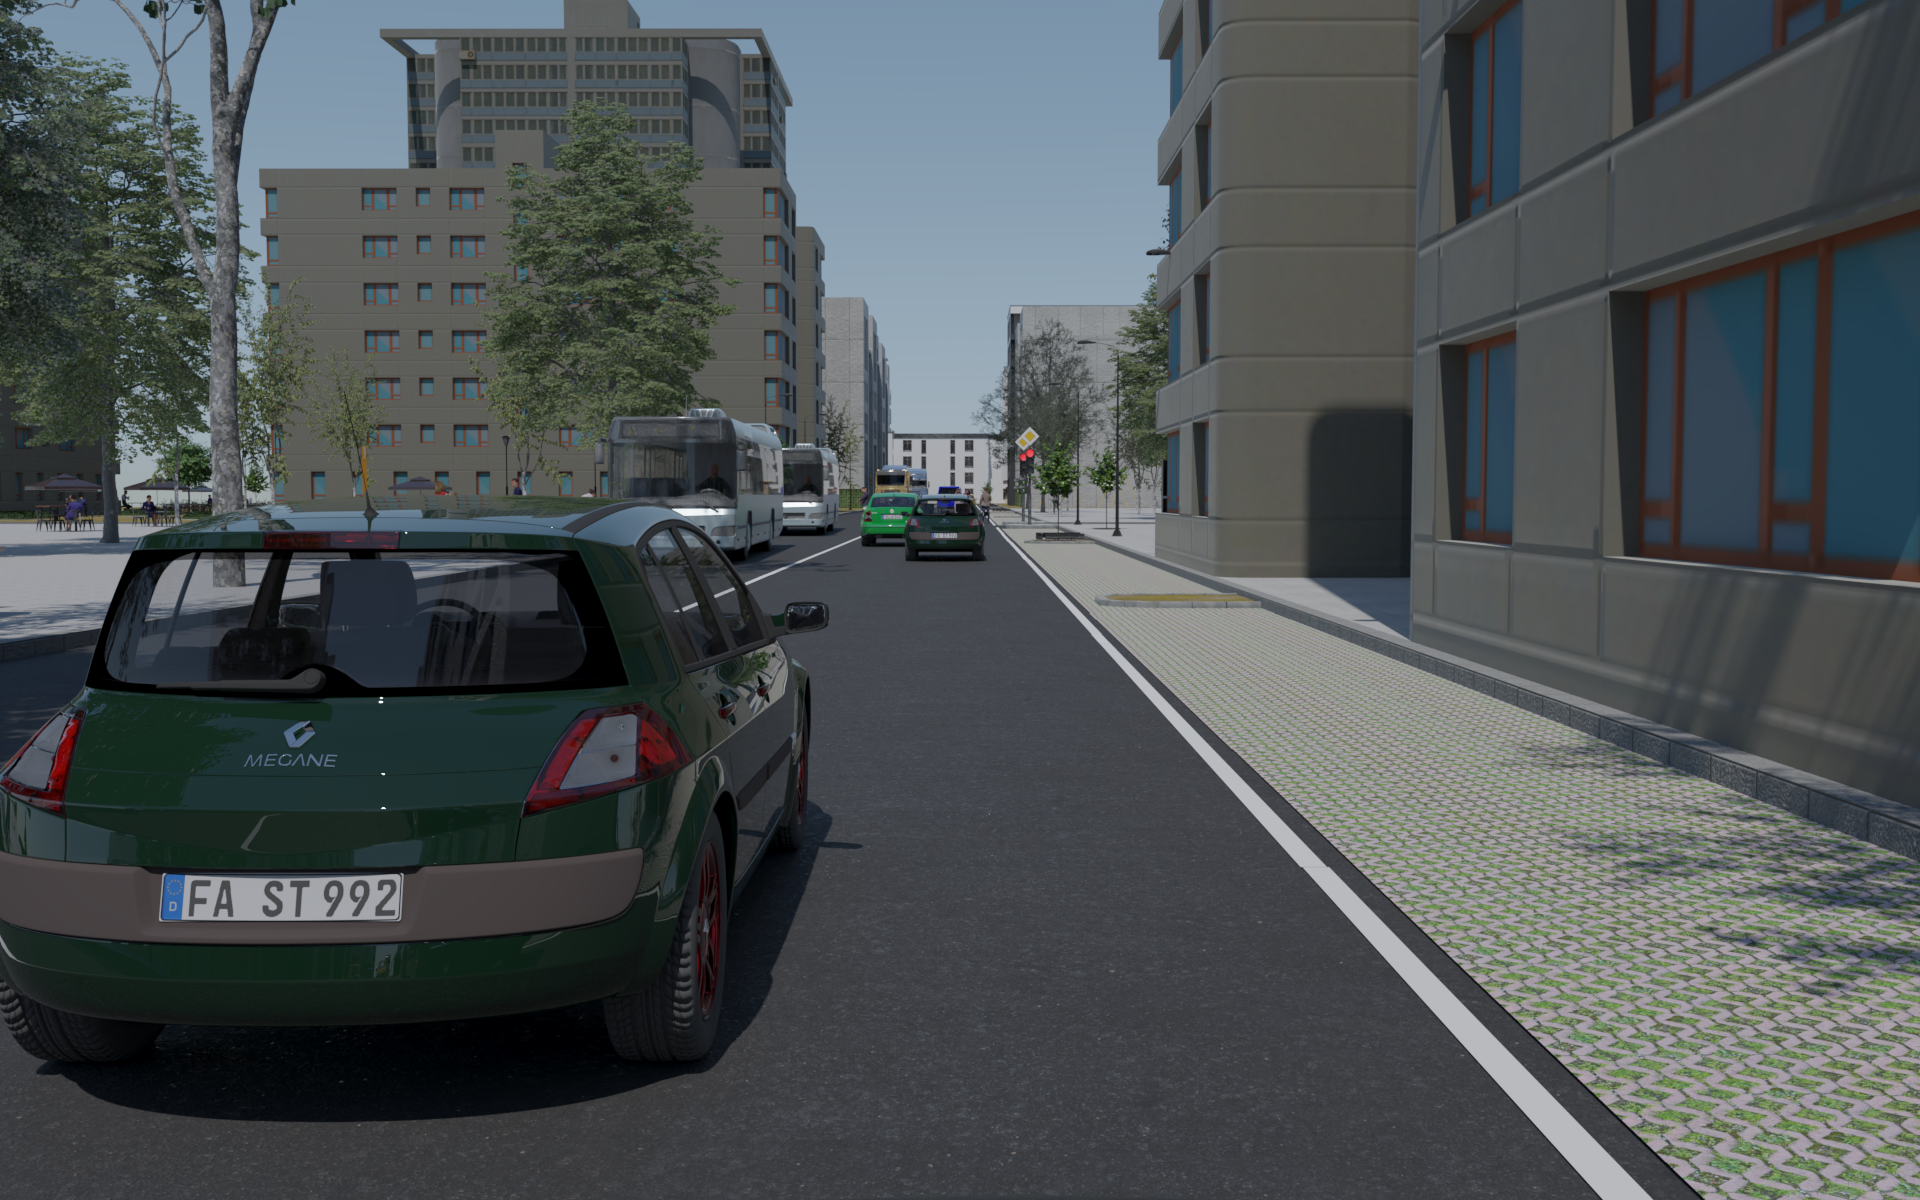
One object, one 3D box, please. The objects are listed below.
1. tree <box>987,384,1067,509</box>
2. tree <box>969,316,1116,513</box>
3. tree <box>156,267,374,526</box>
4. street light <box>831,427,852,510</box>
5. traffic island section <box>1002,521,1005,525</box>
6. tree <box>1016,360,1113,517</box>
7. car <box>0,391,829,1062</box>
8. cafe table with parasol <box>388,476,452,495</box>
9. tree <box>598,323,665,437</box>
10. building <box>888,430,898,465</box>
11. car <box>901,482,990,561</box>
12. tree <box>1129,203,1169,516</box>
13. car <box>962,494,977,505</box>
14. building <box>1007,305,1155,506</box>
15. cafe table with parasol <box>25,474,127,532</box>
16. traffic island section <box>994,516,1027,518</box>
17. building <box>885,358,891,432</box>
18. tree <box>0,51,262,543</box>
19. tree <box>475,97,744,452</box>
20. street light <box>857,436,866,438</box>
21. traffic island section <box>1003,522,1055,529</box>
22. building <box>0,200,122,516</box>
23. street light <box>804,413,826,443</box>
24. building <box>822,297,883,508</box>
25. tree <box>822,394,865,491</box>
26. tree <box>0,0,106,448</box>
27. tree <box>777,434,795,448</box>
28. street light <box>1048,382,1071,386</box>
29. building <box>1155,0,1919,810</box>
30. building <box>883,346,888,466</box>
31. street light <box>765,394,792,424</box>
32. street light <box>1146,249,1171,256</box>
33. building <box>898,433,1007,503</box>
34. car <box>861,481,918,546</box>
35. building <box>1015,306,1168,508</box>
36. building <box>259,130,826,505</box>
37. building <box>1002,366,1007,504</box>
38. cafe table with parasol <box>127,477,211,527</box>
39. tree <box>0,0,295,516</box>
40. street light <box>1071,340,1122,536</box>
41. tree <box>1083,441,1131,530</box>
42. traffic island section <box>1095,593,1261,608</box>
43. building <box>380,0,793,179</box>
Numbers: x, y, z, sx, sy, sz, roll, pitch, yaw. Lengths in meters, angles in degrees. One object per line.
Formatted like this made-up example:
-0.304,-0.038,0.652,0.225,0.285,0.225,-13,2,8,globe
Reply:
5.853,-12.904,145.389,8.767,10.594,7.601,-3,5,-39,tree
5.875,-12.771,119.182,12.009,13.543,11.850,0,3,0,tree
-22.248,-6.423,55.377,4.737,8.622,4.395,0,3,0,tree
-8.306,-8.968,119.162,1.470,5.913,1.316,0,4,0,street light
2.963,-3.557,80.442,2.009,0.180,2.903,0,4,0,traffic island section
5.425,-8.890,95.706,4.360,8.622,3.978,0,3,0,tree
-1.477,0.246,5.768,2.009,1.686,4.222,0,4,0,car
-20.750,-3.780,66.662,2.610,1.966,2.610,-2,4,-34,cafe table with parasol
-13.409,-7.249,68.891,4.737,8.622,4.395,0,3,0,tree
-22.782,-17.483,227.986,28.070,9.664,9.099,0,4,0,building
-0.331,-1.751,38.418,2.009,1.686,4.222,0,3,0,car
6.099,-5.402,38.693,4.737,8.622,4.395,0,3,0,tree
0.690,-9.639,167.818,2.015,1.641,3.980,0,4,-1,car
19.424,-22.001,203.687,27.936,21.610,32.646,0,4,0,building
-30.592,-3.320,59.154,2.610,1.966,2.610,1,4,10,cafe table with parasol
3.039,-5.040,105.277,1.991,0.108,1.994,0,4,0,traffic island section
-15.750,-23.857,246.482,11.380,20.091,16.016,0,4,0,building
-22.368,-7.795,45.574,7.486,12.596,7.792,0,3,0,tree
-10.252,-8.109,50.711,7.486,12.596,7.792,0,3,0,tree
-8.305,-10.217,139.591,1.470,5.913,1.316,0,4,0,street light
2.937,-3.069,72.457,2.009,0.180,2.903,0,4,0,traffic island section
-66.961,-15.226,93.991,28.899,21.520,27.650,0,4,0,building
-8.370,-7.775,99.655,1.470,5.913,1.316,0,4,0,street light
-16.991,-18.658,171.515,16.747,18.905,31.486,0,4,0,building
-8.918,-10.752,126.153,4.737,8.622,4.395,0,3,0,tree
-22.025,-7.835,34.754,9.857,13.997,8.962,0,3,0,tree
-9.394,-6.198,85.052,4.285,4.588,4.351,0,3,0,tree
4.370,-6.085,72.028,1.470,5.913,1.316,0,4,0,street light
17.768,-10.721,20.330,27.650,21.520,28.899,0,4,0,building
-17.498,-20.580,202.944,16.747,18.905,31.486,0,4,0,building
-8.449,-6.587,80.240,1.470,5.913,1.316,0,4,0,street light
4.222,-3.696,32.970,1.470,5.913,1.316,0,4,0,street light
3.966,-18.460,243.960,28.070,9.664,9.099,0,4,0,building
-1.814,-2.450,48.847,1.959,1.807,4.718,0,4,0,car
14.299,-18.674,171.781,16.747,18.905,31.486,0,4,0,building
-23.277,-15.999,106.616,27.650,21.520,28.899,0,4,0,building
13.503,-22.612,226.130,16.016,20.091,11.380,0,4,0,building
-31.602,-3.873,68.181,2.610,1.966,2.610,1,4,12,cafe table with parasol
-9.348,-10.321,24.630,12.611,20.169,13.585,0,3,0,tree
4.225,-4.883,52.386,1.470,5.913,1.316,0,4,0,street light
5.449,-4.177,62.891,1.663,3.219,1.824,0,3,0,tree
2.776,0.018,22.575,1.991,0.108,1.994,0,4,0,traffic island section
-26.956,-27.435,140.438,32.217,40.220,23.993,0,4,0,building
